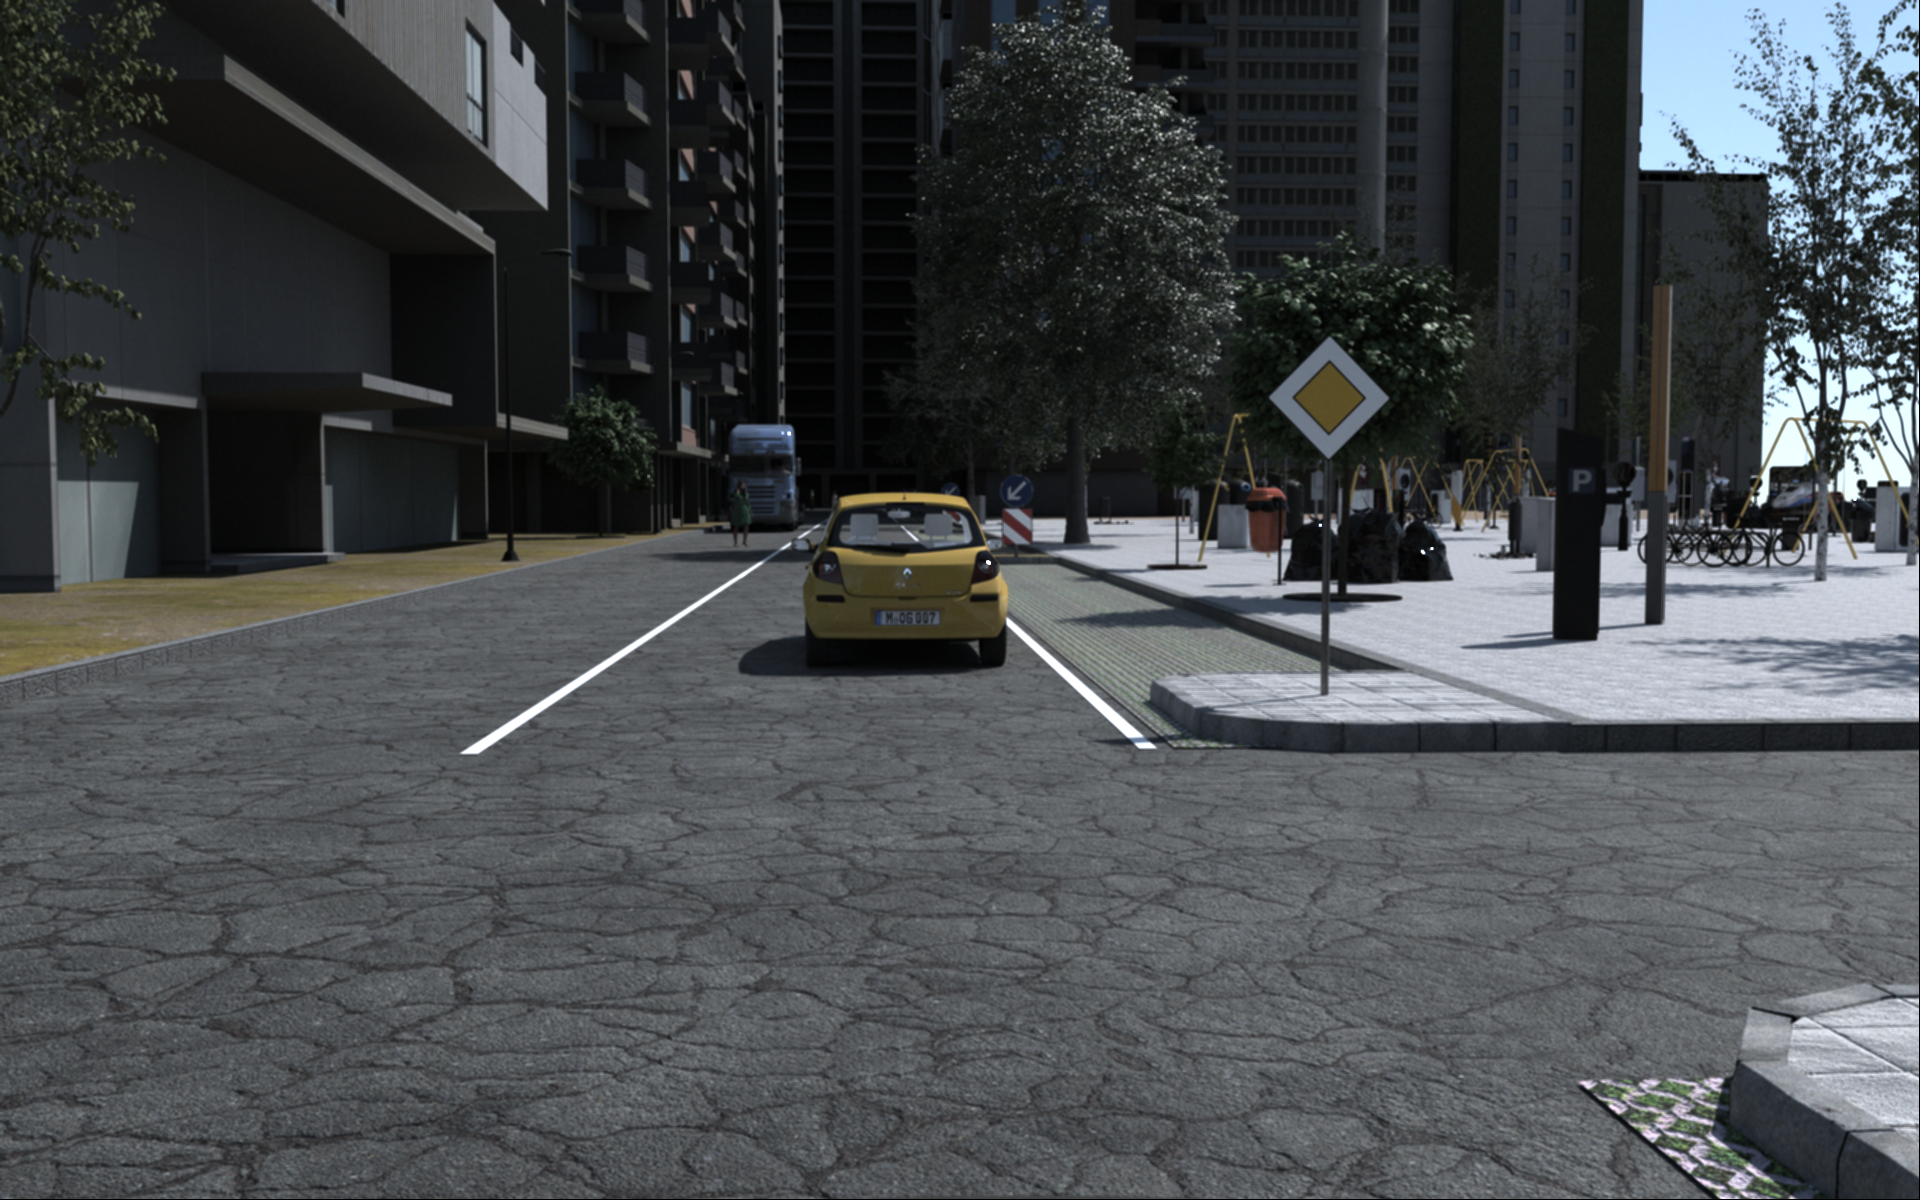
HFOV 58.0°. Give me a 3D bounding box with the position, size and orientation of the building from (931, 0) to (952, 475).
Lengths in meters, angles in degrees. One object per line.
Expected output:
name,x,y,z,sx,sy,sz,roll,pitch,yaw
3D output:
building,11.435,-34.203,148.449,28.713,52.752,27.495,0,4,-3

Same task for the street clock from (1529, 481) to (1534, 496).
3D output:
street clock,28.162,-4.971,85.840,0.358,2.002,0.471,-2,4,-35

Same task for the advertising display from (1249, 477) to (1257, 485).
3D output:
advertising display,10.911,-3.628,64.527,0.123,1.923,0.974,1,4,19

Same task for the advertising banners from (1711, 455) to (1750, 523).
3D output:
advertising banners,34.153,-4.935,76.876,0.090,3.025,2.074,-2,4,-29

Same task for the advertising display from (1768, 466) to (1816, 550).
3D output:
advertising display,19.176,-2.124,39.937,0.974,1.923,0.123,3,5,40

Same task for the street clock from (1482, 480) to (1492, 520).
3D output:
street clock,26.432,-5.035,86.884,0.358,2.002,0.471,-1,4,-18

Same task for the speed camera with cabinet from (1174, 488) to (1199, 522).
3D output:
speed camera with cabinet,10.830,-5.261,80.357,2.038,3.252,0.660,-3,4,-39

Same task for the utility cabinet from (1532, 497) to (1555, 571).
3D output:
utility cabinet,10.119,-1.096,29.075,1.020,1.237,0.306,-2,4,-34

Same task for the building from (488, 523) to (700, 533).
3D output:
building,-20.696,-25.354,69.157,22.147,44.769,28.867,0,4,-3

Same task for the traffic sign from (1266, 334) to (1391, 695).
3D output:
traffic sign,2.325,-0.450,10.996,0.795,2.450,0.064,0,4,-3

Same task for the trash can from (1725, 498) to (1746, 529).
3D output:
trash can,28.588,-3.194,63.871,0.748,1.137,0.748,0,3,0

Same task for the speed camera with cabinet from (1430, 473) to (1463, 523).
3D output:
speed camera with cabinet,21.363,-4.997,76.044,0.660,3.252,2.038,-1,4,-10

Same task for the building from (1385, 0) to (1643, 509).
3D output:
building,42.497,-37.375,153.080,28.212,58.520,21.231,0,4,-3

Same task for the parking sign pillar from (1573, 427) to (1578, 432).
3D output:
parking sign pillar,24.922,-4.999,70.200,1.447,3.967,1.447,0,4,7

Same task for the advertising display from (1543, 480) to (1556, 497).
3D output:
advertising display,28.104,-4.700,82.060,0.974,1.923,0.123,0,4,3

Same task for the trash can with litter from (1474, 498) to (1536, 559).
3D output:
trash can with litter,10.983,-1.459,34.912,1.678,1.210,2.233,2,4,32

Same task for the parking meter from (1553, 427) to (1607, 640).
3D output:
parking meter,5.464,-0.585,15.270,0.399,1.863,0.255,1,4,10

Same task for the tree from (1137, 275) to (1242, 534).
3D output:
tree,7.379,-6.443,55.713,4.360,8.622,3.978,0,3,0

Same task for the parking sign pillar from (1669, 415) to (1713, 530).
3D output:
parking sign pillar,24.848,-4.305,58.865,1.447,3.967,1.447,2,4,33

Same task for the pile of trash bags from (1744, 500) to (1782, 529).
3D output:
pile of trash bags,31.078,-3.344,64.432,3.447,1.369,1.912,0,4,5

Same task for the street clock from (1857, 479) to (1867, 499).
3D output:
street clock,44.628,-4.964,85.729,0.471,2.002,0.358,-2,4,-26

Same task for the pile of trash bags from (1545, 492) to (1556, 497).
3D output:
pile of trash bags,28.688,-4.284,79.798,3.447,1.369,1.912,2,4,25

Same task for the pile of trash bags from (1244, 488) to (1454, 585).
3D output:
pile of trash bags,5.532,-0.960,25.442,3.447,1.369,1.912,-2,4,-35

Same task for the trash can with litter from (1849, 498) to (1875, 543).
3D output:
trash can with litter,24.103,-2.107,45.843,0.624,1.170,1.055,-2,4,-25

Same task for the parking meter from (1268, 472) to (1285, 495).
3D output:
parking meter,8.301,-2.433,45.491,0.399,1.863,0.255,2,4,34

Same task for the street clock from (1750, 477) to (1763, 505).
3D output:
street clock,33.946,-4.241,73.903,0.471,2.002,0.358,-1,4,-12

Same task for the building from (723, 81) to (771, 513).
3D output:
building,-20.734,-21.387,121.384,14.160,30.474,14.107,0,4,-3

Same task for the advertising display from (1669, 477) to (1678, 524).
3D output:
advertising display,25.881,-3.580,63.753,0.974,1.923,0.123,0,4,8

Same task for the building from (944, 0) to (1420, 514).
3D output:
building,15.101,-26.382,123.219,32.217,40.220,23.993,0,4,-3

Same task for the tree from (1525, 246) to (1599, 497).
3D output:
tree,16.648,-6.178,51.374,4.360,8.622,3.978,0,3,0

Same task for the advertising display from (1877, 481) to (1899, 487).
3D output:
advertising display,45.057,-4.827,84.142,0.123,1.923,0.974,-2,4,-32

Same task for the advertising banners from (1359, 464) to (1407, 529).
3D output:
advertising banners,12.201,-3.305,50.227,0.090,3.025,2.074,-2,4,-29

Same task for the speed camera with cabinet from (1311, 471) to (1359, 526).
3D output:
speed camera with cabinet,15.168,-4.601,69.554,2.038,3.252,0.660,1,4,17

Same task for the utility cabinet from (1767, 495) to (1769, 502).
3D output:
utility cabinet,41.001,-4.624,86.760,1.020,1.237,0.306,0,4,8

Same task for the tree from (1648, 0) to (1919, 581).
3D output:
tree,12.506,-4.589,25.395,4.360,8.622,3.978,0,3,0

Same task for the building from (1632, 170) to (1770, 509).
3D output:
building,63.447,-23.651,158.389,14.107,30.474,14.160,0,4,-3

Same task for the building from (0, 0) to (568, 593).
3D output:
building,-23.529,-27.117,32.595,28.713,52.752,27.495,0,4,-3

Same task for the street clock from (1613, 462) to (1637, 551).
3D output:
street clock,15.078,-2.126,39.326,0.471,2.002,0.358,2,4,30

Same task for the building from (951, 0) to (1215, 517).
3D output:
building,6.755,-27.728,103.464,14.600,45.320,14.200,0,4,-3

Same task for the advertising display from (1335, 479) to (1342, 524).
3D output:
advertising display,16.434,-4.232,74.406,0.123,1.923,0.974,3,5,43

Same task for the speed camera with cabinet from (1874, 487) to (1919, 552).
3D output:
speed camera with cabinet,21.477,-2.710,38.650,2.038,3.252,0.660,-1,4,-18

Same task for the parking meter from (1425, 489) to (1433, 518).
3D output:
parking meter,23.359,-4.760,86.230,0.372,1.533,0.369,0,3,0

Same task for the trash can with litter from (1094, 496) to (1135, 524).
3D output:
trash can with litter,6.609,-3.858,74.134,2.233,1.210,1.678,-2,4,-25

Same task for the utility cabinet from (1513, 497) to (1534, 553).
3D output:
utility cabinet,12.619,-1.633,37.865,1.020,1.237,0.306,1,4,17

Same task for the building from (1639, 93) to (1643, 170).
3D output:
building,60.554,-30.345,179.741,14.086,41.232,14.154,0,4,-3

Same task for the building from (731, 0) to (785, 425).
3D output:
building,-26.289,-32.164,149.581,21.600,48.544,21.300,0,4,-3

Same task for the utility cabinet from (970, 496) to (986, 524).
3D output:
utility cabinet,0.765,-3.884,74.669,0.306,1.237,1.020,-2,4,-25

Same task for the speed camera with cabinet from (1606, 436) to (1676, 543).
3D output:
speed camera with cabinet,17.642,-3.120,45.354,2.038,3.252,0.660,1,4,21

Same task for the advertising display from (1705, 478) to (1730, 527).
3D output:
advertising display,29.478,-3.804,67.413,0.974,1.923,0.123,0,4,-7

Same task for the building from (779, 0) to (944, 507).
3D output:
building,-8.597,-45.293,178.799,20.611,71.187,20.563,0,4,-3

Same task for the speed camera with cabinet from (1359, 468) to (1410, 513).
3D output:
speed camera with cabinet,15.068,-4.082,61.077,2.038,3.252,0.660,-3,5,-41

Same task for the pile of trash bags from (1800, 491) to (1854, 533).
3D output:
pile of trash bags,28.714,-2.932,57.693,1.912,1.369,3.447,2,4,30
